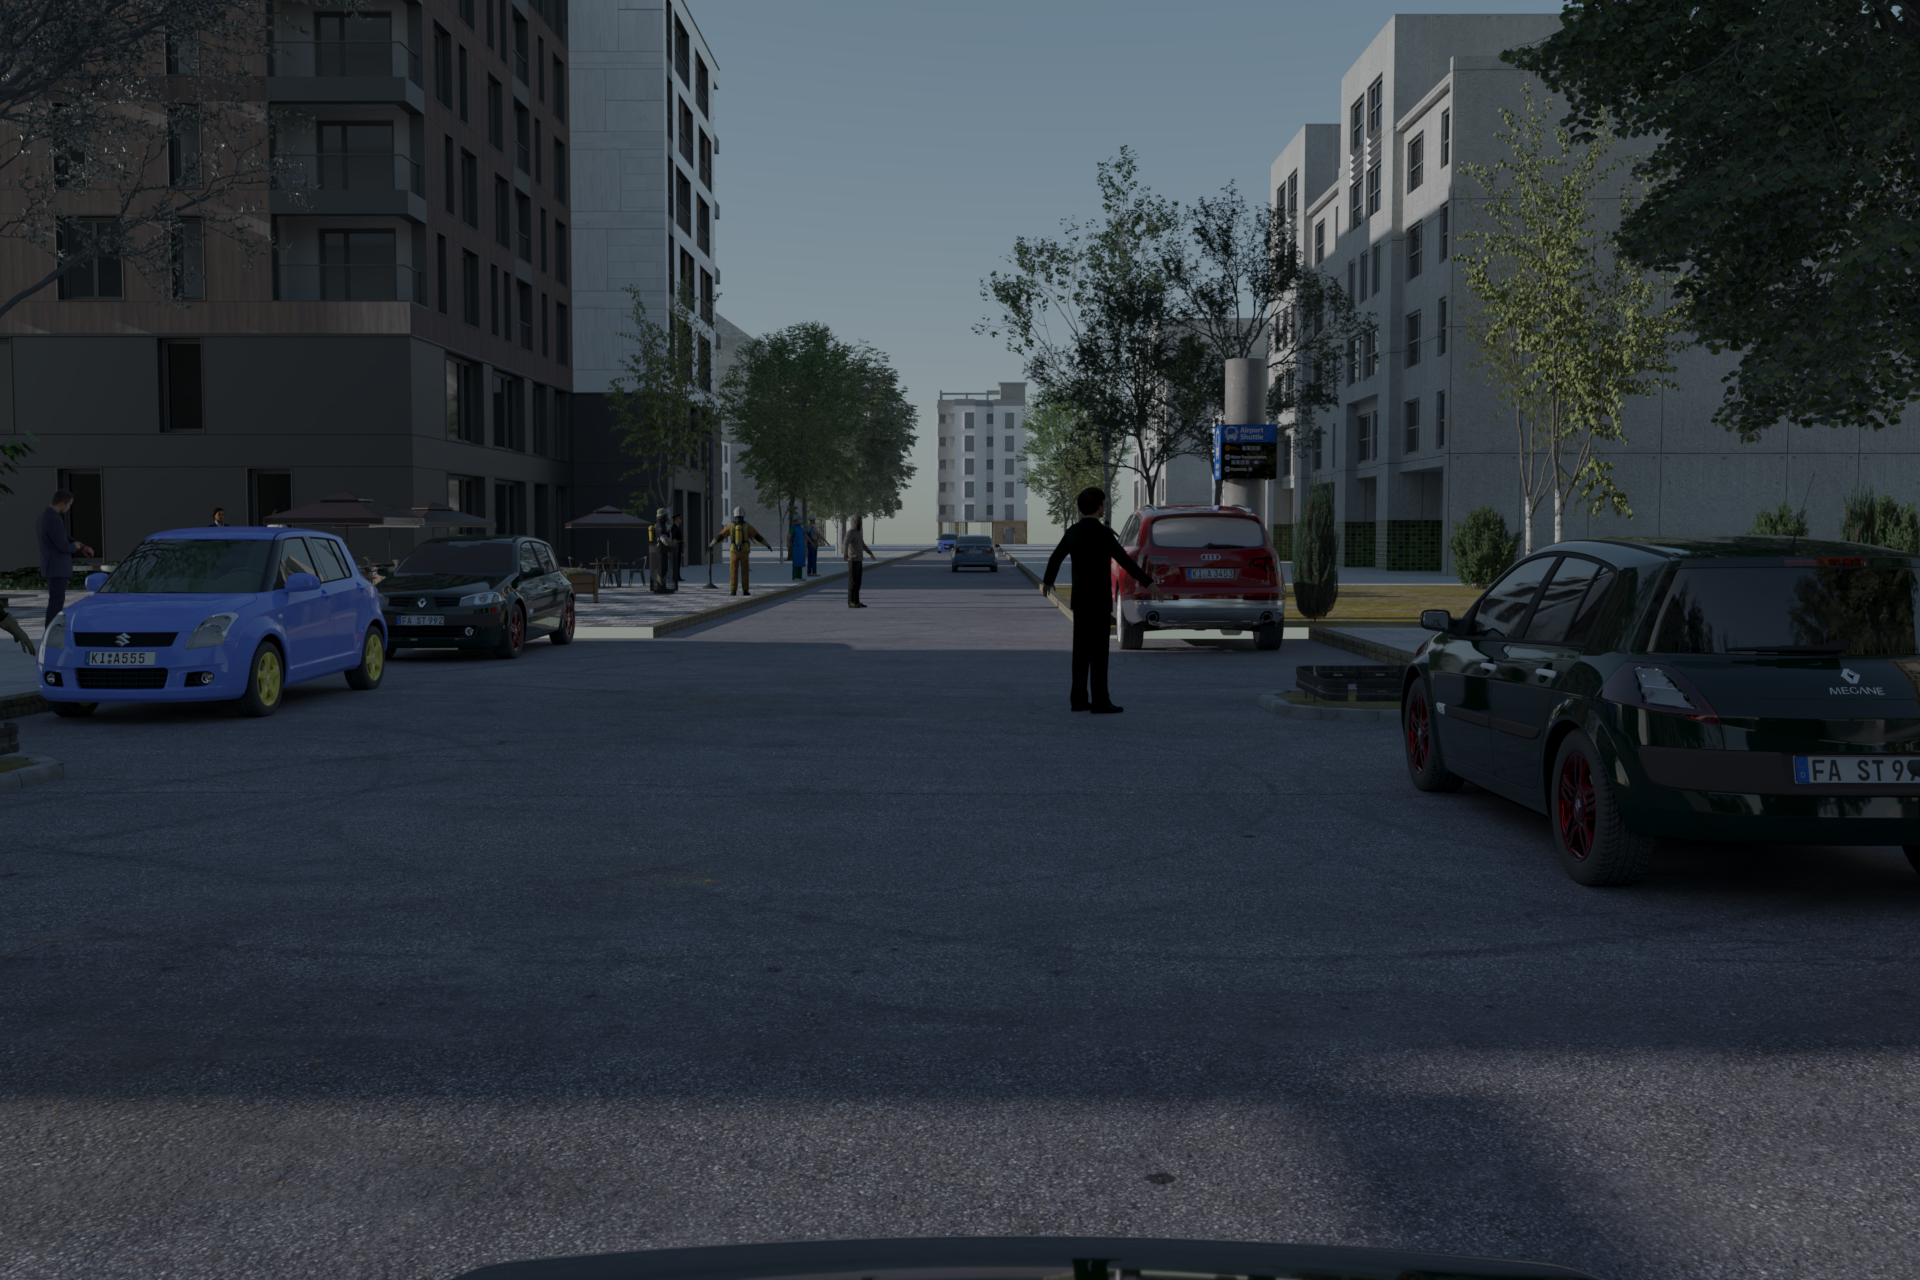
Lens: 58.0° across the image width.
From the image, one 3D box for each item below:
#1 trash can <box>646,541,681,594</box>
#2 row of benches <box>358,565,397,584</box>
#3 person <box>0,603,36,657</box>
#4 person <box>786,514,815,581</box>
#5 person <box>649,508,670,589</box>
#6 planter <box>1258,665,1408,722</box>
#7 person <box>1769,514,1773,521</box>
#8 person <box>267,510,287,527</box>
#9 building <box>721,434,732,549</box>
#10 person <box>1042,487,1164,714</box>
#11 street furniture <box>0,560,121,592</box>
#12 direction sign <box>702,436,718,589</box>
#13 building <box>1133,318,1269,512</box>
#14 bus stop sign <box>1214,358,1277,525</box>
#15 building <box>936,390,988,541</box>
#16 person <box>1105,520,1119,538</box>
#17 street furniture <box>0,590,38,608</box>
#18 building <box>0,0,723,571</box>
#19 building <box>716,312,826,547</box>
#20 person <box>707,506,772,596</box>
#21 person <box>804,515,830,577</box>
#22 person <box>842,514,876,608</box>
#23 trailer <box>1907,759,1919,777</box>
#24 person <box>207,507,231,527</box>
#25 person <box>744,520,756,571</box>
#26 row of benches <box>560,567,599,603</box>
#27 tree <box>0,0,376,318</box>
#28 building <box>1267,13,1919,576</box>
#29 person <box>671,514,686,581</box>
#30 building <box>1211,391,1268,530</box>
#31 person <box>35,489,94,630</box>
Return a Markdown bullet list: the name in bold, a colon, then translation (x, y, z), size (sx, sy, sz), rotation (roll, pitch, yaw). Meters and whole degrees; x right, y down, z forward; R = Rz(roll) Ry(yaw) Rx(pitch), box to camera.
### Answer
- **trash can**: translation (-6.365, -1.564, 37.221), size (0.748, 1.137, 0.748), rotation (0, 3, 0)
- **row of benches**: translation (-11.989, -1.142, 34.132), size (4.104, 0.672, 1.422), rotation (3, 4, 36)
- **person**: translation (-4.691, 0.075, 7.361), size (1.346, 1.812, 0.704), rotation (-1, 4, -13)
- **person**: translation (-4.383, -2.508, 47.127), size (0.704, 1.817, 1.347), rotation (2, 4, 28)
- **person**: translation (-6.602, -2.008, 38.605), size (0.705, 1.856, 1.354), rotation (-1, 4, -16)
- **planter**: translation (3.497, 0.427, 14.165), size (1.991, 0.319, 1.994), rotation (0, 4, 0)
- **person**: translation (21.179, -2.414, 45.608), size (0.704, 1.843, 1.345), rotation (2, 4, 29)
- **person**: translation (-14.626, -1.901, 37.270), size (1.347, 1.806, 0.705), rotation (2, 4, 24)
- **building**: translation (-24.165, -12.666, 149.236), size (9.099, 9.664, 28.070), rotation (0, 4, 1)
- **person**: translation (1.082, -0.323, 13.932), size (0.705, 1.806, 1.347), rotation (-3, 5, -39)
- **street furniture**: translation (-24.039, -1.492, 40.026), size (10.072, 0.657, 5.734), rotation (0, 4, -8)
- **direction sign**: translation (-5.858, -2.968, 40.529), size (0.379, 3.537, 0.876), rotation (0, 4, 2)
- **building**: translation (24.666, -17.356, 150.236), size (16.747, 18.905, 31.486), rotation (0, 4, 1)
- **bus stop sign**: translation (4.322, -2.279, 26.278), size (0.837, 3.901, 0.837), rotation (0, 4, 2)
- **building**: translation (-2.719, -22.093, 220.104), size (11.380, 20.090, 16.016), rotation (0, 4, 3)
- **person**: translation (5.281, -3.431, 62.363), size (1.348, 1.796, 0.705), rotation (-1, 4, -12)
- **street furniture**: translation (-19.390, -1.310, 28.280), size (9.812, 1.723, 11.010), rotation (1, 4, 22)
- **building**: translation (-24.536, -13.234, 60.347), size (27.936, 21.610, 32.646), rotation (0, 4, 0)
- **building**: translation (-24.068, -21.291, 179.033), size (19.493, 23.208, 18.063), rotation (0, 4, 1)
- **person**: translation (-4.589, -1.854, 36.075), size (1.354, 1.858, 0.705), rotation (0, 4, -3)
- **person**: translation (-4.441, -2.842, 52.320), size (1.347, 1.847, 0.705), rotation (3, 5, 45)
- **person**: translation (-2.004, -1.532, 33.626), size (0.705, 1.813, 1.348), rotation (1, 4, 21)
- **trailer**: translation (3.084, 0.212, 3.579), size (1.471, 1.999, 3.904), rotation (0, 3, 0)
- **person**: translation (-12.774, -1.423, 29.982), size (1.216, 1.740, 0.721), rotation (-3, 5, -42)
- **person**: translation (-7.335, -3.272, 59.964), size (0.721, 1.772, 1.216), rotation (-2, 4, -28)
- **row of benches**: translation (-8.113, -1.105, 33.525), size (1.422, 0.672, 4.104), rotation (-3, 4, -37)
- **tree**: translation (-11.433, -6.595, 18.199), size (12.009, 13.543, 11.850), rotation (0, 3, 0)
- **building**: translation (23.166, -12.306, 67.661), size (16.747, 18.905, 31.486), rotation (0, 4, 0)
- **person**: translation (-7.660, -2.516, 47.069), size (0.705, 1.837, 1.347), rotation (0, 4, 1)
- **building**: translation (21.058, -9.757, 101.681), size (9.099, 9.664, 28.070), rotation (0, 4, 1)
- **person**: translation (-9.717, -0.755, 18.834), size (0.568, 1.767, 0.683), rotation (-3, 5, -42)
